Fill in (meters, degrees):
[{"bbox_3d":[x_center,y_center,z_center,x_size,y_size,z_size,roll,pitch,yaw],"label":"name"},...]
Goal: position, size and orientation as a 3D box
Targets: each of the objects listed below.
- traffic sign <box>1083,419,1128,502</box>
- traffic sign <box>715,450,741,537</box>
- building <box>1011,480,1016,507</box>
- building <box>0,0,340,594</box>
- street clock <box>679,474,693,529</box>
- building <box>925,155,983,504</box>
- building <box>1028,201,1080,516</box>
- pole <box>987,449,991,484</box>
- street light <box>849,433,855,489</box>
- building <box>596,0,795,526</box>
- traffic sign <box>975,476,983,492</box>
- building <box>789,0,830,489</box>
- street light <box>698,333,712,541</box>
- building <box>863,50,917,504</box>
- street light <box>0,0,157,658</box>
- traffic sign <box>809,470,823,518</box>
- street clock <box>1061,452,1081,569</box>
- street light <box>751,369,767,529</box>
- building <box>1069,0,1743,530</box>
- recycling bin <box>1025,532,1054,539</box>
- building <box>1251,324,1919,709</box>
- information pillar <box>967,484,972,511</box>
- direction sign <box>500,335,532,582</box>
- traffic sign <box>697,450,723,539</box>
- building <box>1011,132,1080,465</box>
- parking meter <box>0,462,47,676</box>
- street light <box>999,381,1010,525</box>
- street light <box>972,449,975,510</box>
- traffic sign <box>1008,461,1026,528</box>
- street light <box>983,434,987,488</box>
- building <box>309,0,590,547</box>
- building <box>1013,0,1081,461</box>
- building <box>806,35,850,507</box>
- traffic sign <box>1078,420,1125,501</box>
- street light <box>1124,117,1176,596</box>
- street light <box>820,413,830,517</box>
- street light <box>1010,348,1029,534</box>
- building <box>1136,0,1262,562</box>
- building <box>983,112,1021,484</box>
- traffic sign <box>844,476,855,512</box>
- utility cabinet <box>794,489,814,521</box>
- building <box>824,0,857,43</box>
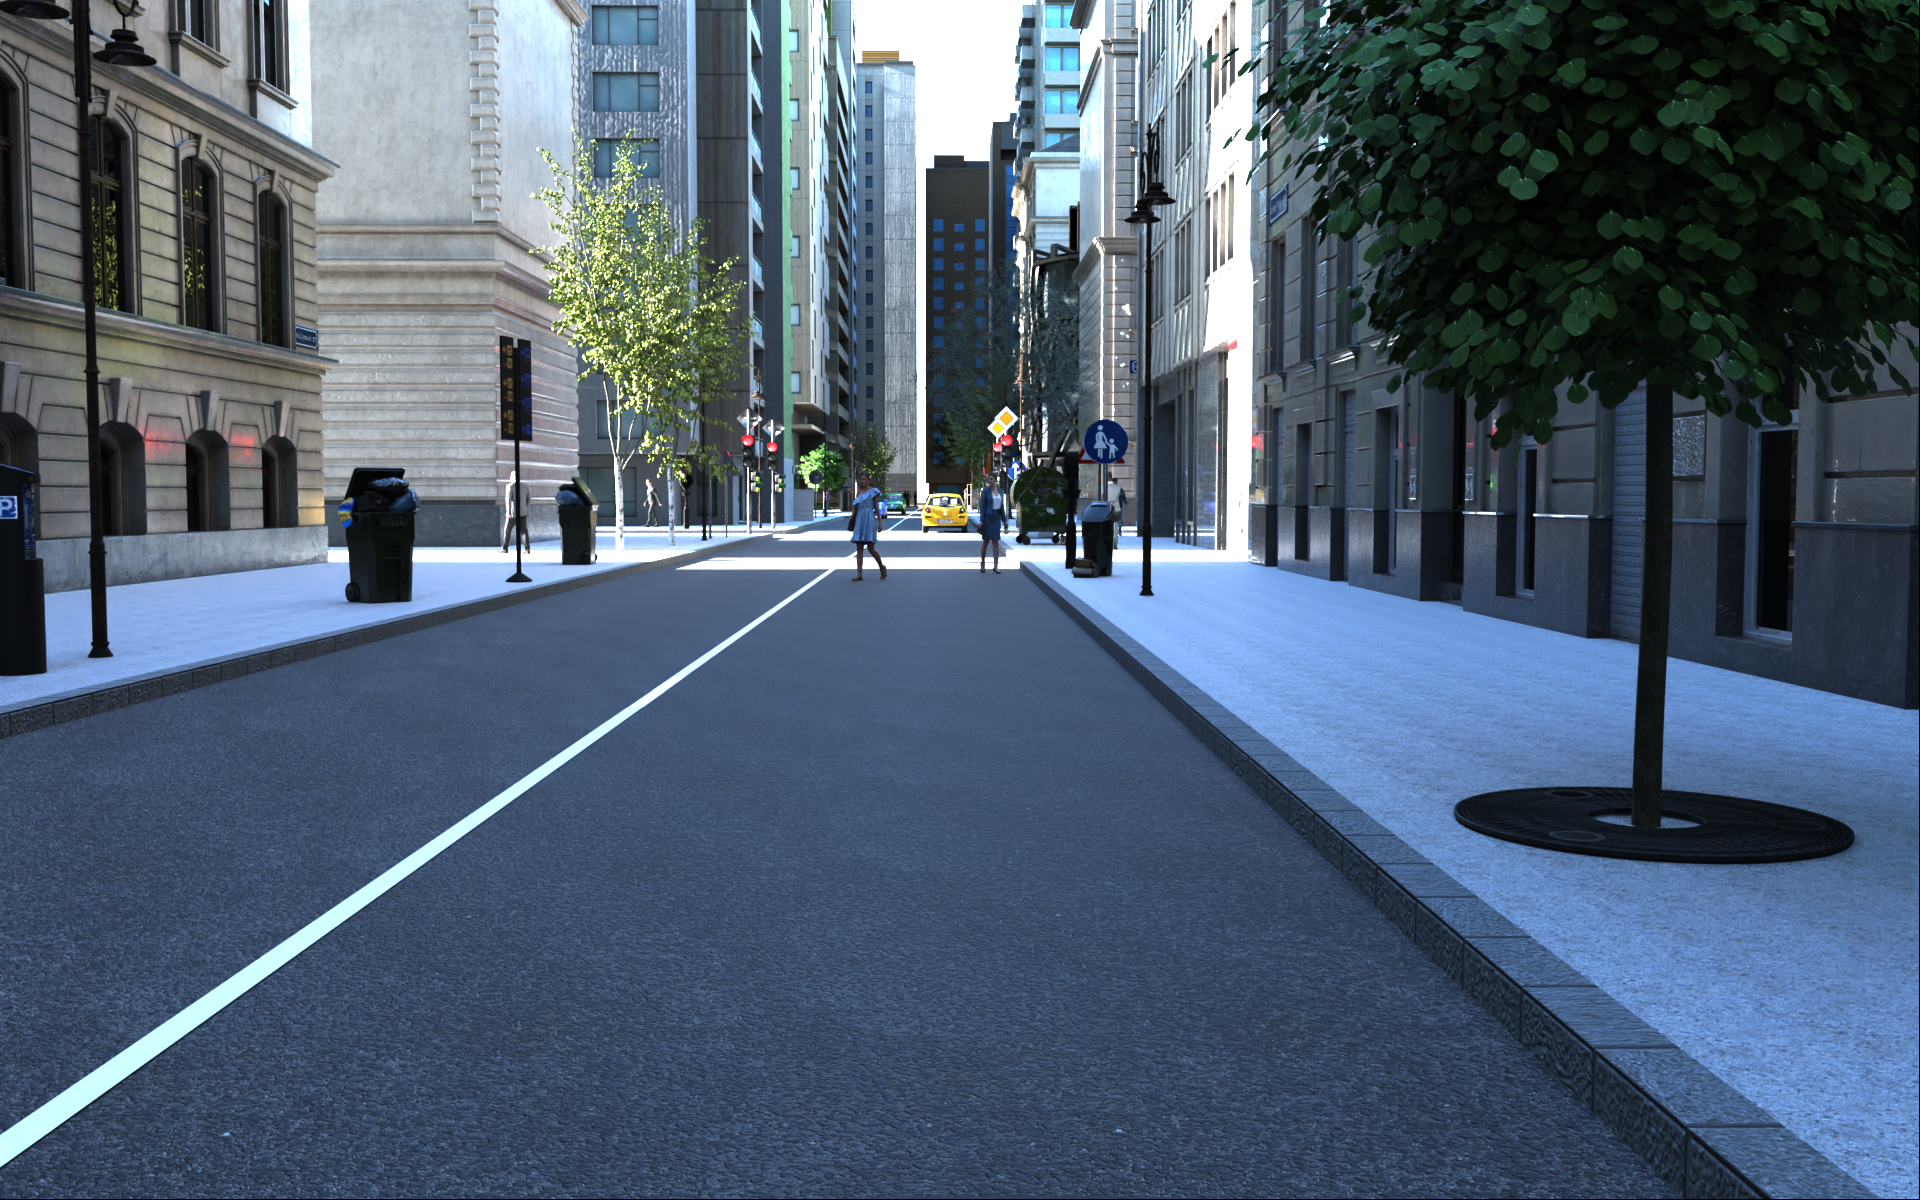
[{"bbox_3d":[2.488,-1.804,29.604,0.768,2.556,0.104,0,4,5],"label":"traffic sign"},{"bbox_3d":[-6.906,-3.130,51.176,0.884,2.594,0.081,0,4,4],"label":"traffic sign"},{"bbox_3d":[19.645,-30.170,185.161,32.217,40.220,23.993,0,4,-1],"label":"building"},{"bbox_3d":[-16.819,-11.972,14.824,14.460,24.649,34.723,0,4,-1],"label":"building"},{"bbox_3d":[-10.007,-3.593,63.309,0.471,2.002,0.358,-2,4,-24],"label":"street clock"},{"bbox_3d":[2.517,-35.569,231.664,14.200,45.320,14.600,0,4,-1],"label":"building"},{"bbox_3d":[12.563,-14.631,106.661,16.820,18.784,16.811,0,4,-1],"label":"building"},{"bbox_3d":[1.294,-5.129,77.696,0.158,3.312,0.155,0,3,0],"label":"pole"},{"bbox_3d":[-8.087,-9.632,130.271,0.468,5.910,1.993,0,4,-1],"label":"street light"},{"bbox_3d":[-14.760,-23.844,73.444,14.154,41.232,14.086,0,4,-1],"label":"building"},{"bbox_3d":[1.445,-7.584,124.112,0.768,2.556,0.104,0,4,6],"label":"traffic sign"},{"bbox_3d":[-25.547,-34.363,151.074,28.713,52.752,27.495,0,4,-1],"label":"building"},{"bbox_3d":[-7.046,-4.574,47.577,0.468,5.910,1.993,0,4,-1],"label":"street light"},{"bbox_3d":[-19.852,-42.305,233.682,28.212,58.520,21.231,0,4,-1],"label":"building"},{"bbox_3d":[-6.773,-2.488,13.469,0.468,5.910,1.993,0,4,-1],"label":"street light"},{"bbox_3d":[-7.723,-5.660,92.652,0.768,2.556,0.104,0,4,6],"label":"traffic sign"},{"bbox_3d":[1.912,-1.541,29.773,0.358,2.002,0.471,0,4,1],"label":"street clock"},{"bbox_3d":[-7.388,-5.572,63.896,0.468,5.910,1.993,0,4,-1],"label":"street light"},{"bbox_3d":[17.527,-16.835,72.511,25.104,27.353,12.463,0,4,-1],"label":"building"},{"bbox_3d":[2.238,-2.296,50.093,0.722,1.027,0.722,3,5,44],"label":"recycling bin"},{"bbox_3d":[11.153,-13.568,19.109,12.463,27.353,25.104,0,4,-1],"label":"building"},{"bbox_3d":[0.707,-7.664,129.798,0.304,2.012,0.304,1,4,9],"label":"information pillar"},{"bbox_3d":[-6.448,-2.032,25.225,0.379,3.537,0.876,1,4,14],"label":"direction sign"},{"bbox_3d":[-7.157,-3.025,49.565,0.768,2.556,0.104,0,4,5],"label":"traffic sign"},{"bbox_3d":[11.057,-20.756,126.751,14.401,28.519,23.554,0,4,-1],"label":"building"},{"bbox_3d":[-6.740,-0.240,12.341,0.372,1.533,0.369,0,3,0],"label":"parking meter"},{"bbox_3d":[1.846,-5.992,70.759,0.468,5.910,1.993,0,4,-1],"label":"street light"},{"bbox_3d":[0.977,-10.068,137.405,0.468,5.910,1.993,0,4,-1],"label":"street light"},{"bbox_3d":[2.179,-4.040,66.156,0.768,2.556,0.104,0,4,1],"label":"traffic sign"},{"bbox_3d":[1.439,-8.039,104.219,0.468,5.910,1.993,0,4,-1],"label":"street light"},{"bbox_3d":[-20.442,-13.278,45.968,19.941,23.489,11.050,0,4,-1],"label":"building"},{"bbox_3d":[16.283,-32.864,156.940,23.786,49.044,30.456,0,4,-1],"label":"building"},{"bbox_3d":[-22.553,-33.844,177.048,21.300,48.544,21.600,0,4,-1],"label":"building"},{"bbox_3d":[2.446,-1.858,30.388,0.884,2.594,0.081,0,4,6],"label":"traffic sign"},{"bbox_3d":[2.365,-2.995,21.763,0.468,5.910,1.993,0,4,-1],"label":"street light"},{"bbox_3d":[-7.557,-7.602,97.085,0.468,5.910,1.993,0,4,-1],"label":"street light"},{"bbox_3d":[1.942,-5.025,54.949,0.468,5.910,1.993,0,4,-1],"label":"street light"},{"bbox_3d":[11.419,-13.679,41.667,12.078,24.808,19.932,0,4,-1],"label":"building"},{"bbox_3d":[10.515,-33.881,204.070,14.600,45.320,14.200,0,4,-1],"label":"building"},{"bbox_3d":[-7.888,-7.491,122.478,0.884,2.594,0.081,0,4,2],"label":"traffic sign"},{"bbox_3d":[-7.513,-4.482,81.959,1.173,1.500,0.318,0,4,-2],"label":"utility cabinet"},{"bbox_3d":[-26.094,-40.203,199.326,28.212,58.520,21.231,0,4,-1],"label":"building"}]
